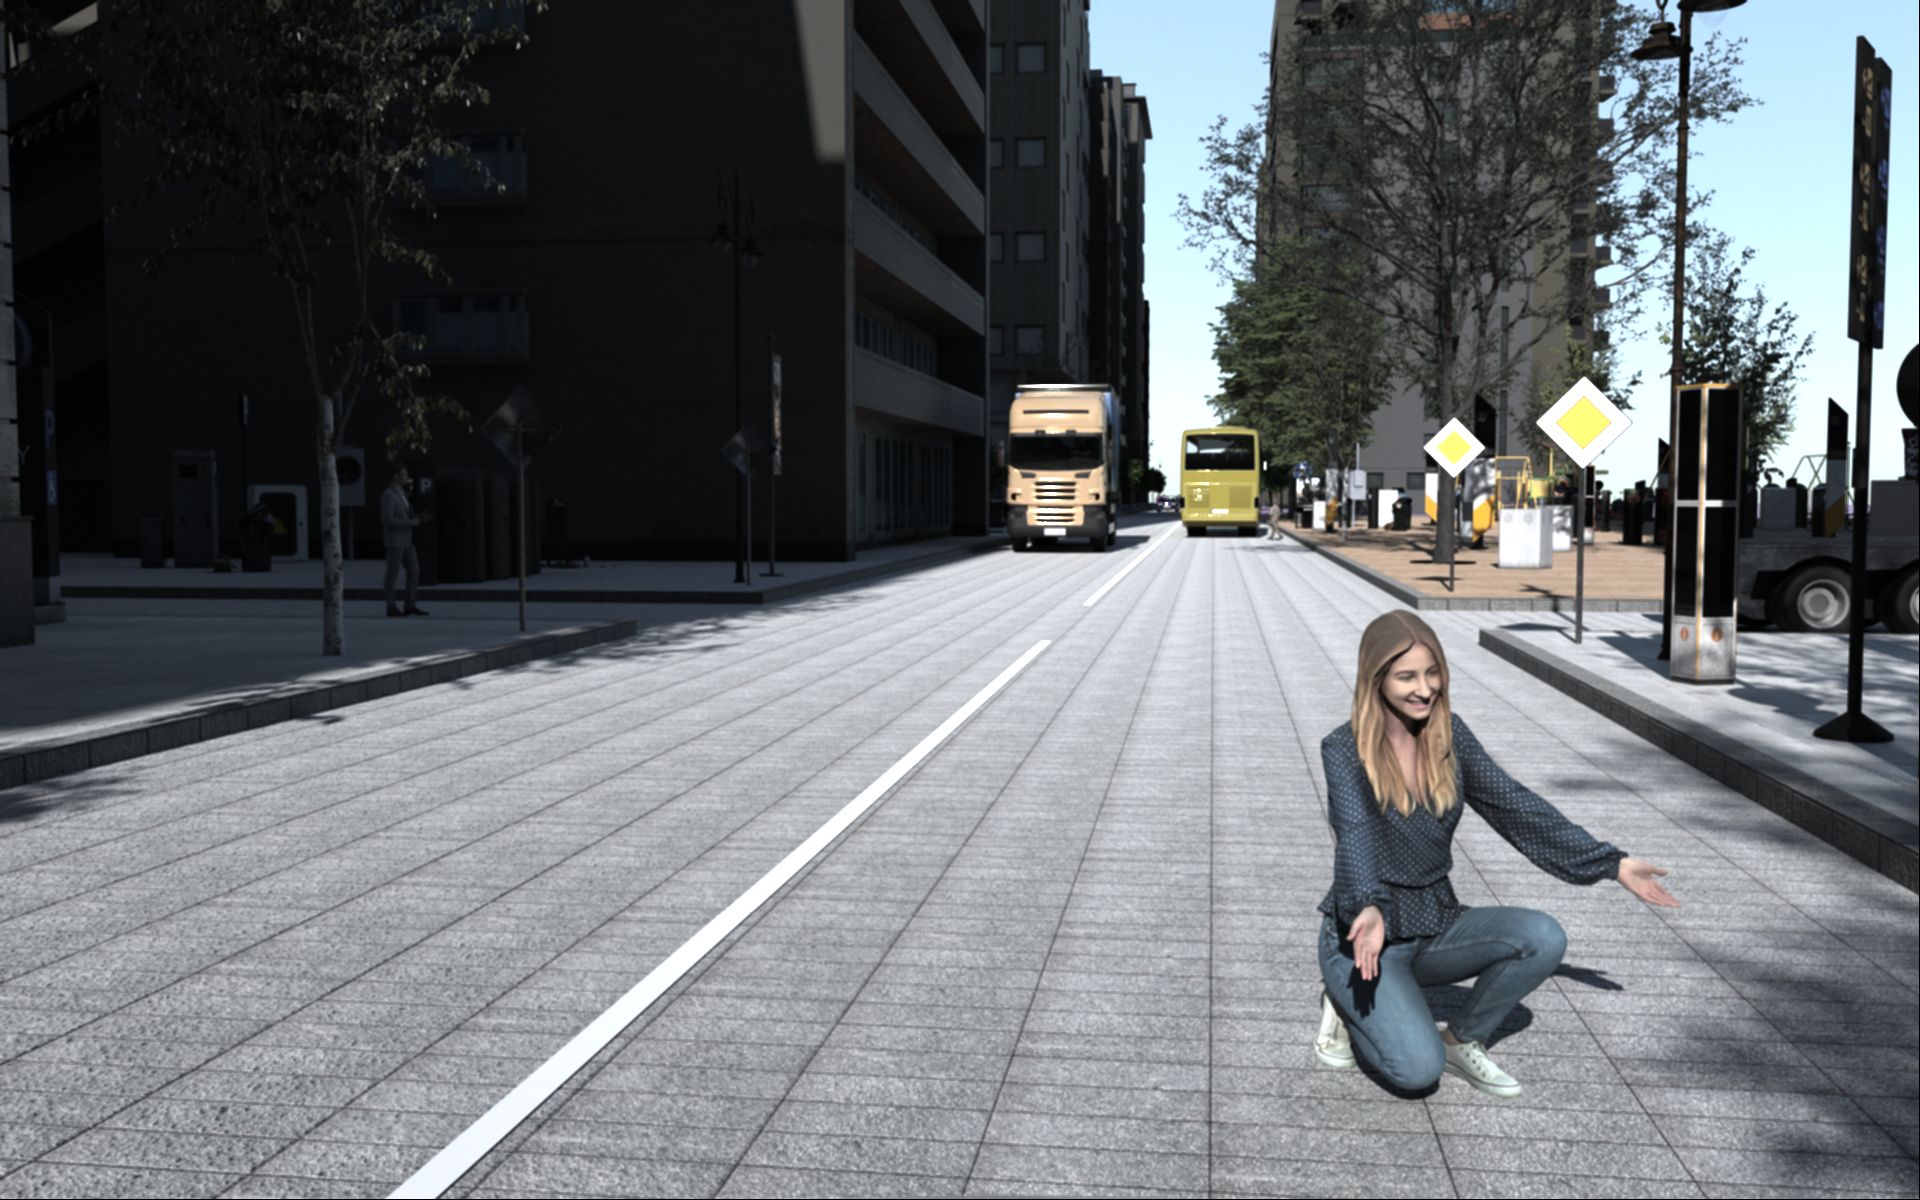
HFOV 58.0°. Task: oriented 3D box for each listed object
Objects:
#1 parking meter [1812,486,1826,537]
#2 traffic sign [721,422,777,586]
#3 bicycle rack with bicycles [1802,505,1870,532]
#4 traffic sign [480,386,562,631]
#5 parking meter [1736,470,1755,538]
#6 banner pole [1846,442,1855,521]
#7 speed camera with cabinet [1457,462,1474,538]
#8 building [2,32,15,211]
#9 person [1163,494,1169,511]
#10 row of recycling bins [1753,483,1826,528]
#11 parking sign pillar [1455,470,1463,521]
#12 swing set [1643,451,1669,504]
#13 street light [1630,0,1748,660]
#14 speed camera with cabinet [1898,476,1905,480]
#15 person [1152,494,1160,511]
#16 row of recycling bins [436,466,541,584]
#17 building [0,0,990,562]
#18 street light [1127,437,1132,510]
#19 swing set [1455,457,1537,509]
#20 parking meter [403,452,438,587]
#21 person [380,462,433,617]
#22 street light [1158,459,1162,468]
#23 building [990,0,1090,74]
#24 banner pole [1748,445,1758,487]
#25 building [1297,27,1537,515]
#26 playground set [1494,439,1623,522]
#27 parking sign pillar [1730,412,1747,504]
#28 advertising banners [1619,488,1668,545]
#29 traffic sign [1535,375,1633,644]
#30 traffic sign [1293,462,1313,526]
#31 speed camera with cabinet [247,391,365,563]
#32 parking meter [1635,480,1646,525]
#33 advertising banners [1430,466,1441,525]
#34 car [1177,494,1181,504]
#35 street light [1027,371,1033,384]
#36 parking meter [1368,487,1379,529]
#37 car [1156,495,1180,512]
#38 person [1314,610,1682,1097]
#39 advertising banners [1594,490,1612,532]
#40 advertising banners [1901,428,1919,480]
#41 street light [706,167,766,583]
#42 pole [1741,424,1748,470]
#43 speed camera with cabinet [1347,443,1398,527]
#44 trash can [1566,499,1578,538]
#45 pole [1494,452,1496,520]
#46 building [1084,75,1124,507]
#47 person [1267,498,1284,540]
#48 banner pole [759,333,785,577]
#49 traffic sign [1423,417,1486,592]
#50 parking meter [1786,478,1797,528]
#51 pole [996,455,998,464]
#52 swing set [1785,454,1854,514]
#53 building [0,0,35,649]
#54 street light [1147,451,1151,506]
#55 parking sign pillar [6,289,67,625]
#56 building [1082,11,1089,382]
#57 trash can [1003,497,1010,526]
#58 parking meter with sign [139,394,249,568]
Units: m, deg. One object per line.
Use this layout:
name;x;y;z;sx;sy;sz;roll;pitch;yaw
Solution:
parking meter;25.656;-2.648;51.703;0.372;1.533;0.369;0;3;0
traffic sign;-2.939;-1.249;24.069;0.795;2.450;0.064;1;4;8
bicycle rack with bicycles;30.363;-2.752;58.378;2.852;0.926;2.925;-1;4;-13
traffic sign;-4.095;-0.766;16.168;0.795;2.450;0.064;1;4;8
parking meter;18.751;-2.181;41.368;0.399;1.863;0.255;-2;4;-28
banner pole;42.771;-5.682;82.923;0.863;3.779;0.401;1;4;23
speed camera with cabinet;14.772;-3.409;50.077;0.660;3.252;2.038;1;4;11
building;-39.057;-12.123;43.258;28.899;21.520;27.650;1;4;8
person;17.838;-8.429;149.551;0.697;1.427;0.421;0;4;4
row of recycling bins;31.633;-3.627;66.410;3.534;1.692;1.069;2;4;33
parking sign pillar;24.308;-5.875;84.531;1.447;3.967;1.447;0;4;-4
swing set;24.345;-3.706;58.219;2.862;2.851;3.119;0;4;5
street light;5.511;-2.476;13.268;0.468;5.910;1.993;1;4;8
speed camera with cabinet;47.745;-5.666;86.973;2.038;3.252;0.660;-3;5;-43
person;16.703;-8.229;146.265;0.991;1.433;0.599;-1;4;-15
row of recycling bins;-7.207;-1.183;26.462;1.069;1.692;3.534;0;4;3
building;-11.156;-25.645;42.996;21.300;48.544;21.600;1;4;8
street light;13.750;-10.279;140.847;0.468;5.910;1.993;1;4;8
swing set;22.617;-4.608;72.957;3.119;2.851;2.862;0;4;-4
parking meter;-7.521;-1.126;24.129;0.255;1.863;0.399;3;4;37
person;-6.489;-0.709;20.292;0.583;1.804;0.606;0;4;-2
street light;25.900;-15.377;224.207;0.468;5.910;1.993;1;4;8
building;-5.592;-32.129;114.552;28.713;52.752;27.495;1;4;8
banner pole;35.384;-5.363;77.698;0.401;3.779;0.863;-2;4;-33
building;28.834;-20.818;112.077;14.160;30.474;14.107;1;4;8
playground set;28.167;-5.800;81.602;5.637;4.214;5.302;1;4;12
parking sign pillar;23.513;-3.976;53.473;1.447;3.967;1.447;1;4;11
advertising banners;17.587;-2.878;43.247;2.074;3.025;0.090;1;4;11
traffic sign;5.296;-0.681;14.778;0.795;2.450;0.064;1;4;8
traffic sign;13.575;-4.189;68.592;0.768;2.556;0.104;1;4;15
speed camera with cabinet;-12.361;-2.348;32.727;2.038;3.252;0.660;-2;4;-32
parking meter;28.414;-4.080;72.415;0.399;1.863;0.255;3;5;41
advertising banners;19.907;-4.652;72.245;0.090;3.025;2.074;0;4;3
car;27.681;-12.553;215.469;2.015;1.641;3.980;0;4;8
street light;2.625;-5.669;65.470;0.468;5.910;1.993;1;4;8
parking meter;15.268;-3.396;63.941;0.372;1.533;0.369;0;3;0
car;16.693;-7.728;138.935;1.945;1.354;3.894;1;4;9
person;1.228;0.602;4.163;1.012;1.151;0.738;-1;4;-16
advertising banners;21.881;-3.885;59.710;0.090;3.025;2.074;-1;4;-11
advertising banners;25.854;-3.016;45.500;2.074;3.025;0.090;2;4;30
street light;-3.192;-3.189;24.922;0.468;5.910;1.993;1;4;8
pole;22.930;-3.476;50.671;0.158;3.312;0.155;0;3;0
speed camera with cabinet;16.063;-4.483;67.635;2.038;3.252;0.660;-1;4;-14
trash can;18.152;-2.394;50.800;0.748;1.137;0.748;0;3;0
pole;26.169;-5.571;84.931;0.158;3.312;0.155;0;3;0
building;8.148;-29.482;165.627;14.154;41.232;14.086;1;4;8
person;9.750;-2.500;53.647;0.640;1.303;0.475;3;5;39
banner pole;-2.911;-2.277;27.251;0.401;3.779;0.863;1;4;9
traffic sign;6.453;-1.164;22.679;0.795;2.450;0.064;1;4;8
parking meter;30.172;-3.498;62.897;0.255;1.863;0.399;0;4;3
pole;1.808;-5.469;83.263;0.158;3.312;0.155;0;3;0
swing set;34.288;-4.384;69.298;2.862;2.851;3.119;1;4;9
building;-20.708;-13.020;10.146;25.104;27.353;12.463;1;4;8
street light;19.929;-12.862;183.075;0.468;5.910;1.993;1;4;8
parking sign pillar;-9.692;-1.751;17.097;1.447;3.967;1.447;-1;4;-14
building;0.512;-50.761;142.618;22.319;86.520;31.000;1;4;8
trash can;2.048;-3.486;68.648;0.748;1.137;0.748;0;3;0
parking meter with sign;-13.318;-2.071;30.118;1.738;3.016;0.543;-1;4;-14
